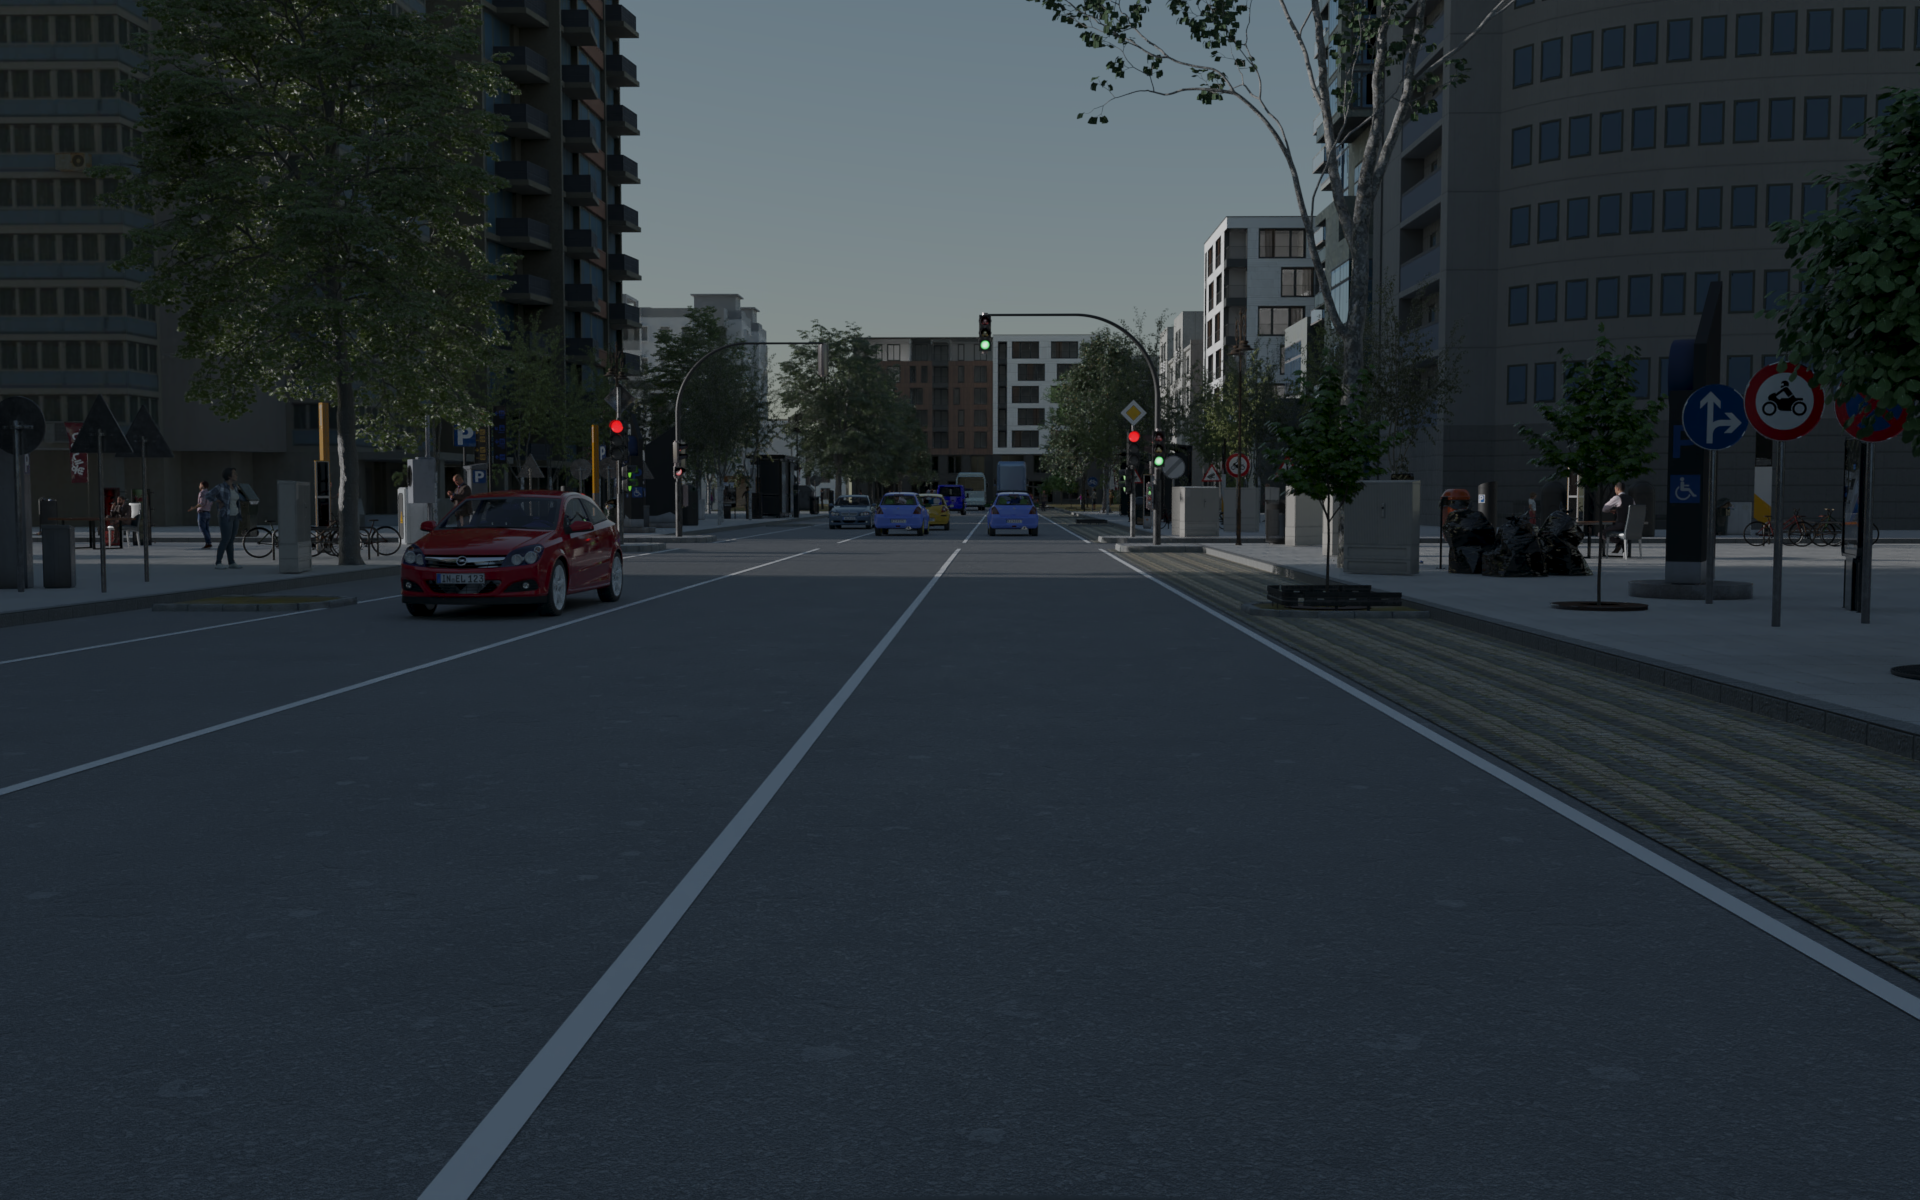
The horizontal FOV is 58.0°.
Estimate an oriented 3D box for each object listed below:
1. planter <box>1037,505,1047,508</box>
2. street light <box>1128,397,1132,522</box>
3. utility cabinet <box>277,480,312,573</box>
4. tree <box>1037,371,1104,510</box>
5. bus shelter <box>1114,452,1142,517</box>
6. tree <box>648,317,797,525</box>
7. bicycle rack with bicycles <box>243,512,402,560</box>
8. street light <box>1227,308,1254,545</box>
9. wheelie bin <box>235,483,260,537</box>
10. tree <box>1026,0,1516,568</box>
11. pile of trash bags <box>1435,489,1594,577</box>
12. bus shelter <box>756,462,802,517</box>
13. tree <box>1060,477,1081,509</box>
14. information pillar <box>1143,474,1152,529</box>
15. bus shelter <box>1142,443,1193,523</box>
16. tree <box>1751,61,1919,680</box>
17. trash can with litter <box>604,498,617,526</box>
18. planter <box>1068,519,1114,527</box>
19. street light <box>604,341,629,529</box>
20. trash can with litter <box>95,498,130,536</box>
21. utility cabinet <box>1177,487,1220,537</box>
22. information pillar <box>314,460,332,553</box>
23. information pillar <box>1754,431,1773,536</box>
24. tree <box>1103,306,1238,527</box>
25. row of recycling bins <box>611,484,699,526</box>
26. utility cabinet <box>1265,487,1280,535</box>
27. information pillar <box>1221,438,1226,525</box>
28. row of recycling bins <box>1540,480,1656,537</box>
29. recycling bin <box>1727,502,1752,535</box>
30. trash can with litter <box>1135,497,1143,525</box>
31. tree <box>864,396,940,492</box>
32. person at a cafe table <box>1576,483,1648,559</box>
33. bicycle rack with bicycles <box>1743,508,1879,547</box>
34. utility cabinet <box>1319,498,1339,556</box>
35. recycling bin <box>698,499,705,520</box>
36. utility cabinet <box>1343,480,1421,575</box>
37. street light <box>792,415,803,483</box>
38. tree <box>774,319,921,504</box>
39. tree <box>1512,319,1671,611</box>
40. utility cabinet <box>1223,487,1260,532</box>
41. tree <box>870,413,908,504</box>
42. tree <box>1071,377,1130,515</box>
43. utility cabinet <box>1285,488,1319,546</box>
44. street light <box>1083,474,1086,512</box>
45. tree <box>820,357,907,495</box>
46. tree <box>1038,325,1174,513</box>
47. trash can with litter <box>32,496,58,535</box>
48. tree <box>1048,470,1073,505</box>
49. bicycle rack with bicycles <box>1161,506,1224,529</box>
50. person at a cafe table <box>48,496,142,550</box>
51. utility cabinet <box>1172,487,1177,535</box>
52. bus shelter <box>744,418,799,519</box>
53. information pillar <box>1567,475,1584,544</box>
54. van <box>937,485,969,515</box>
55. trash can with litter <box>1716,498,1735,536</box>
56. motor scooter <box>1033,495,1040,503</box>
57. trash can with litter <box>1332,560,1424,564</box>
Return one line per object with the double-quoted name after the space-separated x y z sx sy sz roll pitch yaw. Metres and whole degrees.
8.368 -9.800 181.374 1.991 0.319 1.994 0 4 1 "planter"
7.824 -6.530 79.551 0.468 5.910 1.993 0 4 1 "street light"
-10.867 -1.202 28.328 0.318 1.500 1.173 -1 4 -10 "utility cabinet"
10.118 -13.181 141.269 9.928 11.665 9.643 0 3 0 "tree"
9.869 -6.582 98.897 1.731 3.624 6.357 0 4 1 "bus shelter"
-9.854 -7.434 71.911 4.360 8.622 3.978 0 3 0 "tree"
-12.818 -1.301 34.660 2.925 0.926 2.852 -1 4 -12 "bicycle rack with bicycles"
6.982 -4.308 43.217 0.468 5.910 1.993 0 4 1 "street light"
-21.409 -2.681 51.749 0.693 1.594 0.980 0 4 6 "wheelie bin"
7.241 -10.708 30.966 12.611 20.169 13.585 0 3 0 "tree"
8.774 -1.137 28.349 1.912 1.369 3.447 -1 4 -12 "pile of trash bags"
-10.529 -6.573 101.388 2.014 3.302 5.546 0 4 1 "bus shelter"
10.421 -10.371 164.169 1.663 3.219 1.824 0 3 0 "tree"
6.939 -3.650 64.163 0.304 2.012 0.304 0 4 4 "information pillar"
9.754 -5.485 80.962 1.731 3.624 6.357 0 4 2 "bus shelter"
7.292 -1.720 11.843 4.285 4.588 4.351 0 3 0 "tree"
-11.075 -2.643 54.601 0.624 1.170 1.055 -3 4 -38 "trash can with litter"
5.802 -3.415 76.982 1.991 0.319 1.994 0 4 1 "planter"
-10.400 -4.882 52.602 0.468 5.910 1.993 0 4 1 "street light"
-26.284 -2.589 53.711 1.055 1.170 0.624 -1 4 -17 "trash can with litter"
7.076 -2.595 51.100 1.173 1.500 0.318 -1 4 -23 "utility cabinet"
-13.907 -2.038 37.816 0.304 2.012 0.304 -1 4 -23 "information pillar"
24.430 -3.748 52.629 0.504 3.616 0.183 2 4 29 "information pillar"
7.798 -7.197 68.037 4.360 8.622 3.978 0 3 0 "tree"
-12.297 -3.833 69.781 3.534 1.692 1.069 -2 4 -28 "row of recycling bins"
9.726 -2.766 53.908 0.318 1.500 1.173 0 4 3 "utility cabinet"
11.073 -4.975 72.699 0.183 3.616 0.504 0 4 -2 "information pillar"
19.407 -2.794 52.795 3.534 1.692 1.069 3 5 42 "row of recycling bins"
24.422 -2.556 54.350 0.722 1.027 0.722 1 4 23 "recycling bin"
7.552 -3.693 71.760 0.624 1.170 1.055 0 4 1 "trash can with litter"
-7.136 -17.476 202.741 9.611 12.733 9.660 0 3 0 "tree"
12.993 -1.602 34.701 1.698 1.524 1.622 -1 4 -22 "person at a cafe table"
21.022 -1.793 42.692 2.925 0.926 2.852 2 4 30 "bicycle rack with bicycles"
8.063 -1.668 35.947 1.173 1.500 0.318 -2 4 -31 "utility cabinet"
-13.040 -4.458 85.436 0.722 1.027 0.722 1 4 16 "recycling bin"
6.716 -1.158 27.617 1.173 1.500 0.318 3 5 40 "utility cabinet"
-9.290 -7.713 98.891 0.468 5.910 1.993 0 4 1 "street light"
-8.783 -13.457 126.680 9.857 13.997 8.962 0 3 0 "tree"
7.033 -1.514 19.357 1.663 3.219 1.824 0 3 0 "tree"
9.513 -3.048 58.517 1.173 1.500 0.318 2 4 32 "utility cabinet"
-8.724 -15.064 180.703 7.601 10.594 8.767 3 5 41 "tree"
9.000 -9.649 108.121 4.737 8.622 4.395 0 3 0 "tree"
8.493 -2.080 42.690 1.173 1.500 0.318 -3 5 -42 "utility cabinet"
9.054 -9.370 125.983 0.468 5.910 1.993 0 4 1 "street light"
-8.052 -13.747 142.887 7.486 12.596 7.792 0 3 0 "tree"
10.054 -12.255 117.376 9.611 12.733 9.660 0 3 0 "tree"
-28.940 -2.633 54.113 1.678 1.210 2.233 3 5 42 "trash can with litter"
11.618 -13.164 198.944 4.285 4.588 4.351 0 3 0 "tree"
8.887 -3.047 63.200 2.852 0.926 2.925 -3 5 -39 "bicycle rack with bicycles"
-20.134 -1.832 40.808 1.698 1.238 1.726 2 4 25 "person at a cafe table"
7.026 -2.706 52.920 0.318 1.500 1.173 -3 5 -43 "utility cabinet"
-10.255 -7.050 92.899 2.179 5.291 8.768 0 4 1 "bus shelter"
15.708 -2.428 44.192 0.304 2.012 0.304 -3 5 -42 "information pillar"
-0.564 -6.989 118.655 2.240 2.365 5.245 0 4 2 "van"
23.242 -2.567 53.356 1.055 1.170 0.624 -1 4 -17 "trash can with litter"
8.250 -10.678 187.369 0.815 1.314 1.986 0 4 2 "motor scooter"
7.705 -1.280 31.991 1.678 1.210 2.233 1 4 15 "trash can with litter"
